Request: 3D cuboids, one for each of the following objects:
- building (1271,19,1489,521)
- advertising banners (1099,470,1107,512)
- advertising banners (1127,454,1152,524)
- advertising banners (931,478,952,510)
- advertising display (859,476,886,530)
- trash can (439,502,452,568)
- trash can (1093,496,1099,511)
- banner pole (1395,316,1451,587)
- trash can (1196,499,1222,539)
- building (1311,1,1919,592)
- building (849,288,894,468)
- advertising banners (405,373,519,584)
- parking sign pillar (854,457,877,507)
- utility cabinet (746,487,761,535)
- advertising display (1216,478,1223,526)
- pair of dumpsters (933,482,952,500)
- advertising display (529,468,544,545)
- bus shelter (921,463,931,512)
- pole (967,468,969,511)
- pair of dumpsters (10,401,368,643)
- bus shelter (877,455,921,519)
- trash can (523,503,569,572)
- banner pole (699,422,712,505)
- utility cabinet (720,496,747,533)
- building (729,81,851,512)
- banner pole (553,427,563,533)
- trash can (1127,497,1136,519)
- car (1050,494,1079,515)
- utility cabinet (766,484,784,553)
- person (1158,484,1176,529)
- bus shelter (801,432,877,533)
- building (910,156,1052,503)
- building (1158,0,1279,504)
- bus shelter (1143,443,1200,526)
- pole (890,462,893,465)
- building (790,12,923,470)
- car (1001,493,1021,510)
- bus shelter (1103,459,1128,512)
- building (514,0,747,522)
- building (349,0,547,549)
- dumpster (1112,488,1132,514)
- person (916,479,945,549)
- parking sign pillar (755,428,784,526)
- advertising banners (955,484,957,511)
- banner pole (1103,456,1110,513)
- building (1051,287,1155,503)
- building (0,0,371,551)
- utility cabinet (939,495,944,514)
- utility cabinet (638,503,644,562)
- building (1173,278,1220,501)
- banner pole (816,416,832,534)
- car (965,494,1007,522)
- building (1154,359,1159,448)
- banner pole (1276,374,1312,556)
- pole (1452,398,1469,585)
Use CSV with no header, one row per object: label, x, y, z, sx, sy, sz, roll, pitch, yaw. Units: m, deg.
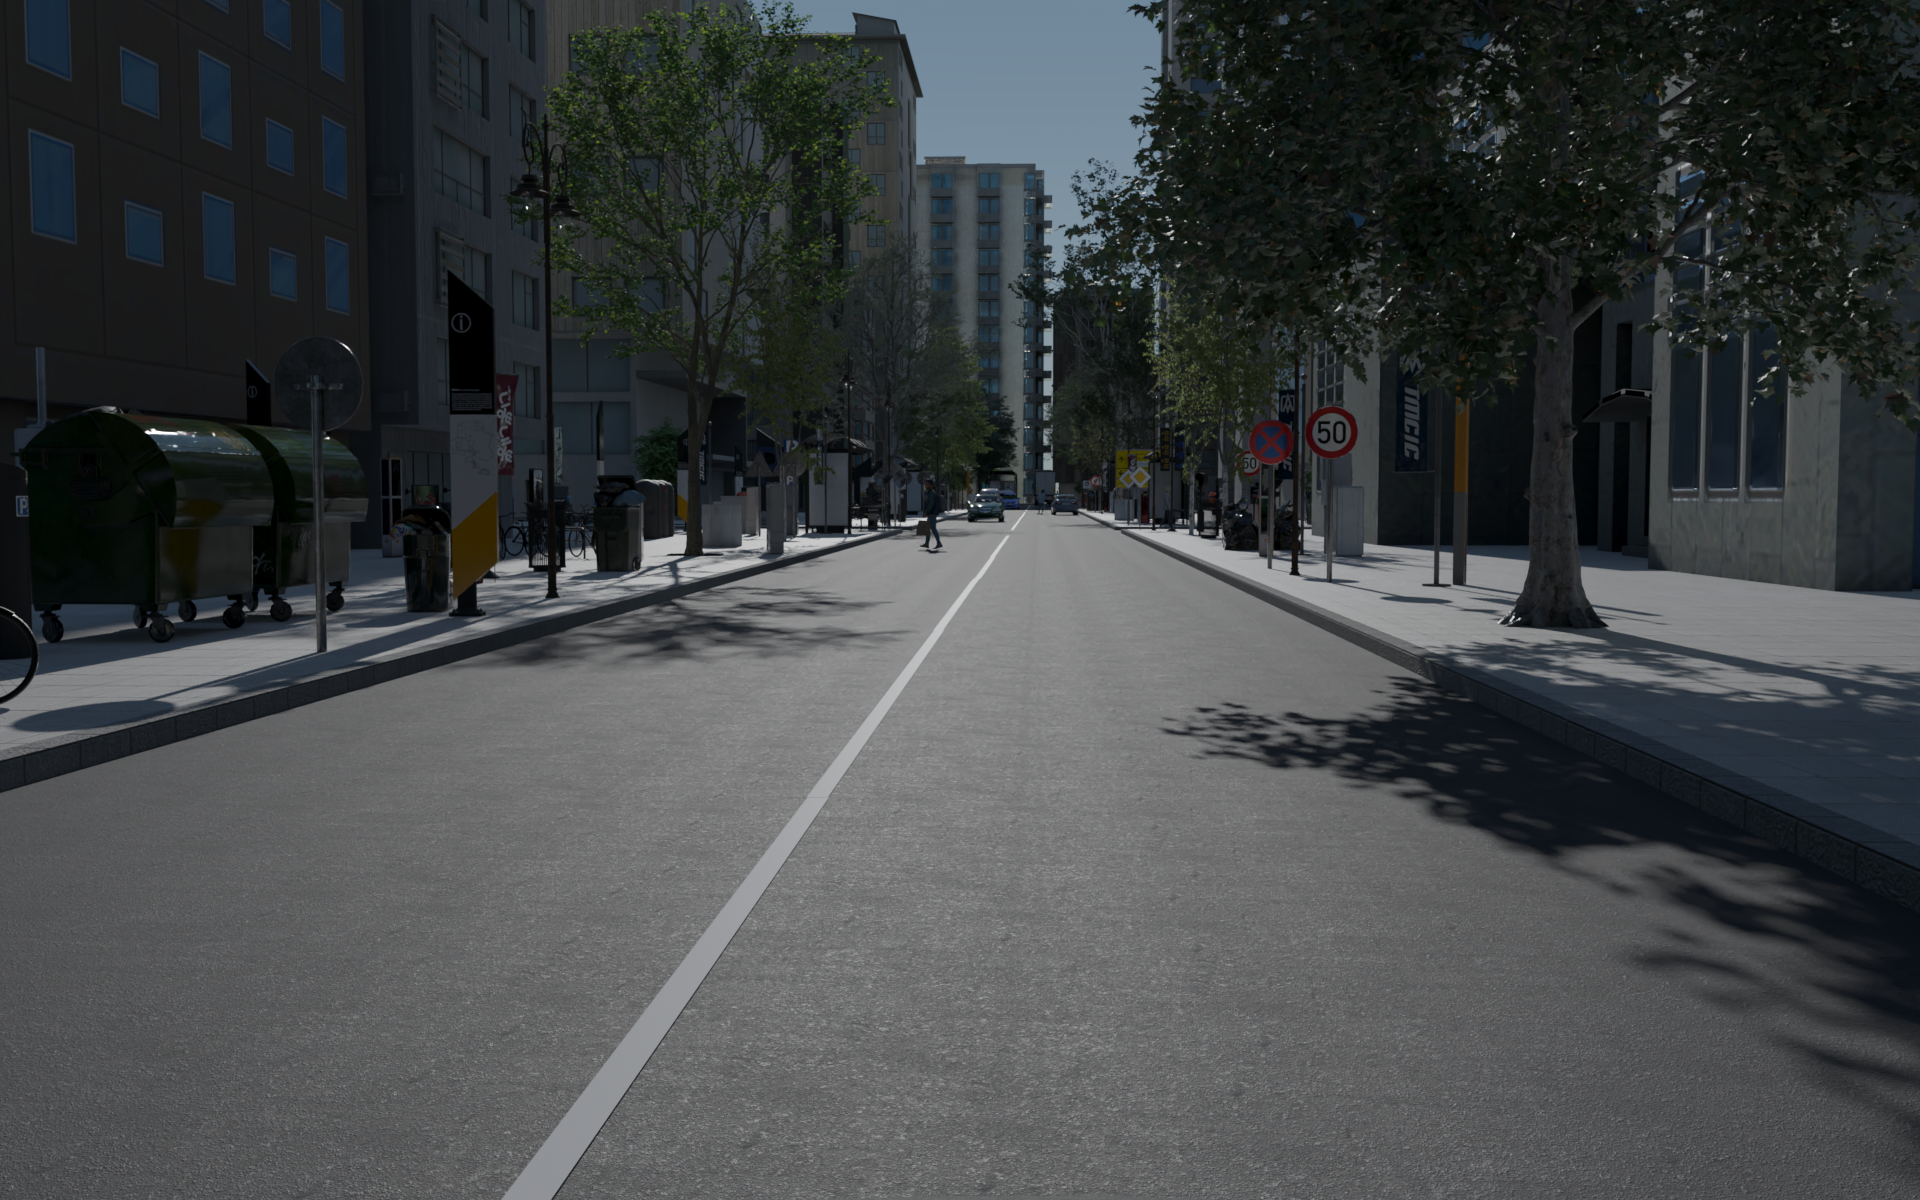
building,23.169,-26.499,83.373,14.200,45.320,14.600,0,4,3
advertising banners,10.465,-7.854,124.597,0.090,3.025,2.074,2,4,30
advertising banners,8.095,-4.843,75.365,2.074,3.025,0.090,3,5,43
advertising banners,-1.489,-8.851,140.908,2.074,3.025,0.090,2,4,28
advertising display,-3.138,-3.491,62.288,0.974,1.923,0.123,0,4,2
trash can,-8.752,-1.142,30.320,0.748,1.137,0.748,0,3,0
trash can,10.422,-7.310,131.171,0.748,1.137,0.748,0,3,0
banner pole,6.444,-2.087,24.134,0.863,3.779,0.401,2,4,35
trash can,7.206,-2.354,50.143,0.748,1.137,0.748,0,3,0
building,21.363,-44.191,35.200,22.319,86.520,31.000,0,4,3
building,-21.116,-19.306,160.686,27.650,21.520,28.899,0,4,3
advertising banners,-7.014,-1.736,24.579,0.090,3.025,2.074,2,4,33
parking sign pillar,-6.983,-8.339,124.821,1.447,3.967,1.447,0,4,5
utility cabinet,-6.481,-2.793,54.337,0.318,1.500,1.173,0,4,1
advertising display,10.534,-3.958,69.932,0.123,1.923,0.974,2,4,26
pair of dumpsters,-1.493,-8.059,134.262,1.574,2.255,4.437,0,4,3
advertising display,-10.682,-2.353,43.687,0.123,1.923,0.974,0,4,0
bus shelter,-2.976,-6.982,108.087,2.014,3.302,5.546,0,4,3
pole,0.638,-8.633,134.997,0.158,3.312,0.155,0,3,0
pair of dumpsters,-7.330,-0.879,16.872,1.574,2.255,4.437,0,4,2
bus shelter,-3.388,-5.974,91.598,2.014,3.302,5.546,0,4,3
trash can,-6.855,-1.045,28.738,0.748,1.137,0.748,0,3,0
banner pole,-8.905,-4.313,60.533,0.863,3.779,0.401,2,4,33
utility cabinet,-7.348,-2.788,56.743,1.020,1.237,0.306,2,4,31
building,-15.494,-21.486,123.001,14.160,30.474,14.107,0,4,3
banner pole,-13.287,-4.095,56.970,0.401,3.779,0.863,-3,5,-45
trash can,8.924,-4.745,89.228,0.748,1.137,0.748,0,3,0
car,7.144,-6.498,118.247,2.014,1.417,4.499,0,4,1
utility cabinet,-4.003,-1.754,37.357,0.318,1.500,1.173,-1,4,-10
person,7.977,-3.541,66.575,0.728,1.800,0.709,1,4,14
bus shelter,-4.197,-3.986,59.092,2.014,3.302,5.546,0,4,3
building,-2.106,-38.449,248.250,30.456,49.044,23.786,0,4,3
building,30.387,-38.535,172.052,21.231,58.520,28.212,0,4,3
bus shelter,8.685,-4.731,71.275,2.014,3.302,5.546,0,4,3
pole,-4.207,-6.897,106.614,0.158,3.312,0.155,0,3,0
building,-18.855,-37.324,199.487,27.495,52.752,28.713,0,4,3
car,4.554,-9.037,157.349,1.945,1.707,3.694,0,4,1
bus shelter,10.785,-7.860,119.800,1.731,3.624,6.357,0,4,3
building,-25.357,-30.685,90.942,28.713,52.752,27.495,0,4,3
building,-19.106,-22.177,46.196,14.086,41.232,14.154,0,4,3
dumpster,10.566,-6.533,112.575,1.264,1.857,1.865,0,4,2
person,-0.774,-2.224,44.854,0.713,1.824,0.794,1,4,18
parking sign pillar,-7.690,-5.037,70.823,1.447,3.967,1.447,0,4,4
advertising banners,-0.299,-8.185,130.014,0.090,3.025,2.074,0,4,1
banner pole,9.691,-7.613,114.494,0.863,3.779,0.401,-2,4,-35
building,19.932,-28.823,242.949,14.107,30.474,14.160,0,4,3
building,-20.506,-23.303,31.109,14.600,45.320,14.200,0,4,3
utility cabinet,-1.374,-6.281,113.863,0.306,1.237,1.020,1,4,18
utility cabinet,-6.209,-1.344,33.129,0.306,1.237,1.020,0,4,-8
building,25.595,-23.223,151.399,14.160,30.474,14.107,0,4,3
banner pole,-4.440,-4.026,55.839,0.401,3.779,0.863,-2,4,-32
car,1.368,-4.771,89.800,2.131,1.459,4.920,0,4,3
building,41.674,-24.646,248.000,28.899,21.520,27.650,0,4,3
banner pole,7.009,-2.835,36.372,0.401,3.779,0.863,-3,5,-45
pole,7.065,-1.869,24.400,0.158,3.312,0.155,0,3,0
